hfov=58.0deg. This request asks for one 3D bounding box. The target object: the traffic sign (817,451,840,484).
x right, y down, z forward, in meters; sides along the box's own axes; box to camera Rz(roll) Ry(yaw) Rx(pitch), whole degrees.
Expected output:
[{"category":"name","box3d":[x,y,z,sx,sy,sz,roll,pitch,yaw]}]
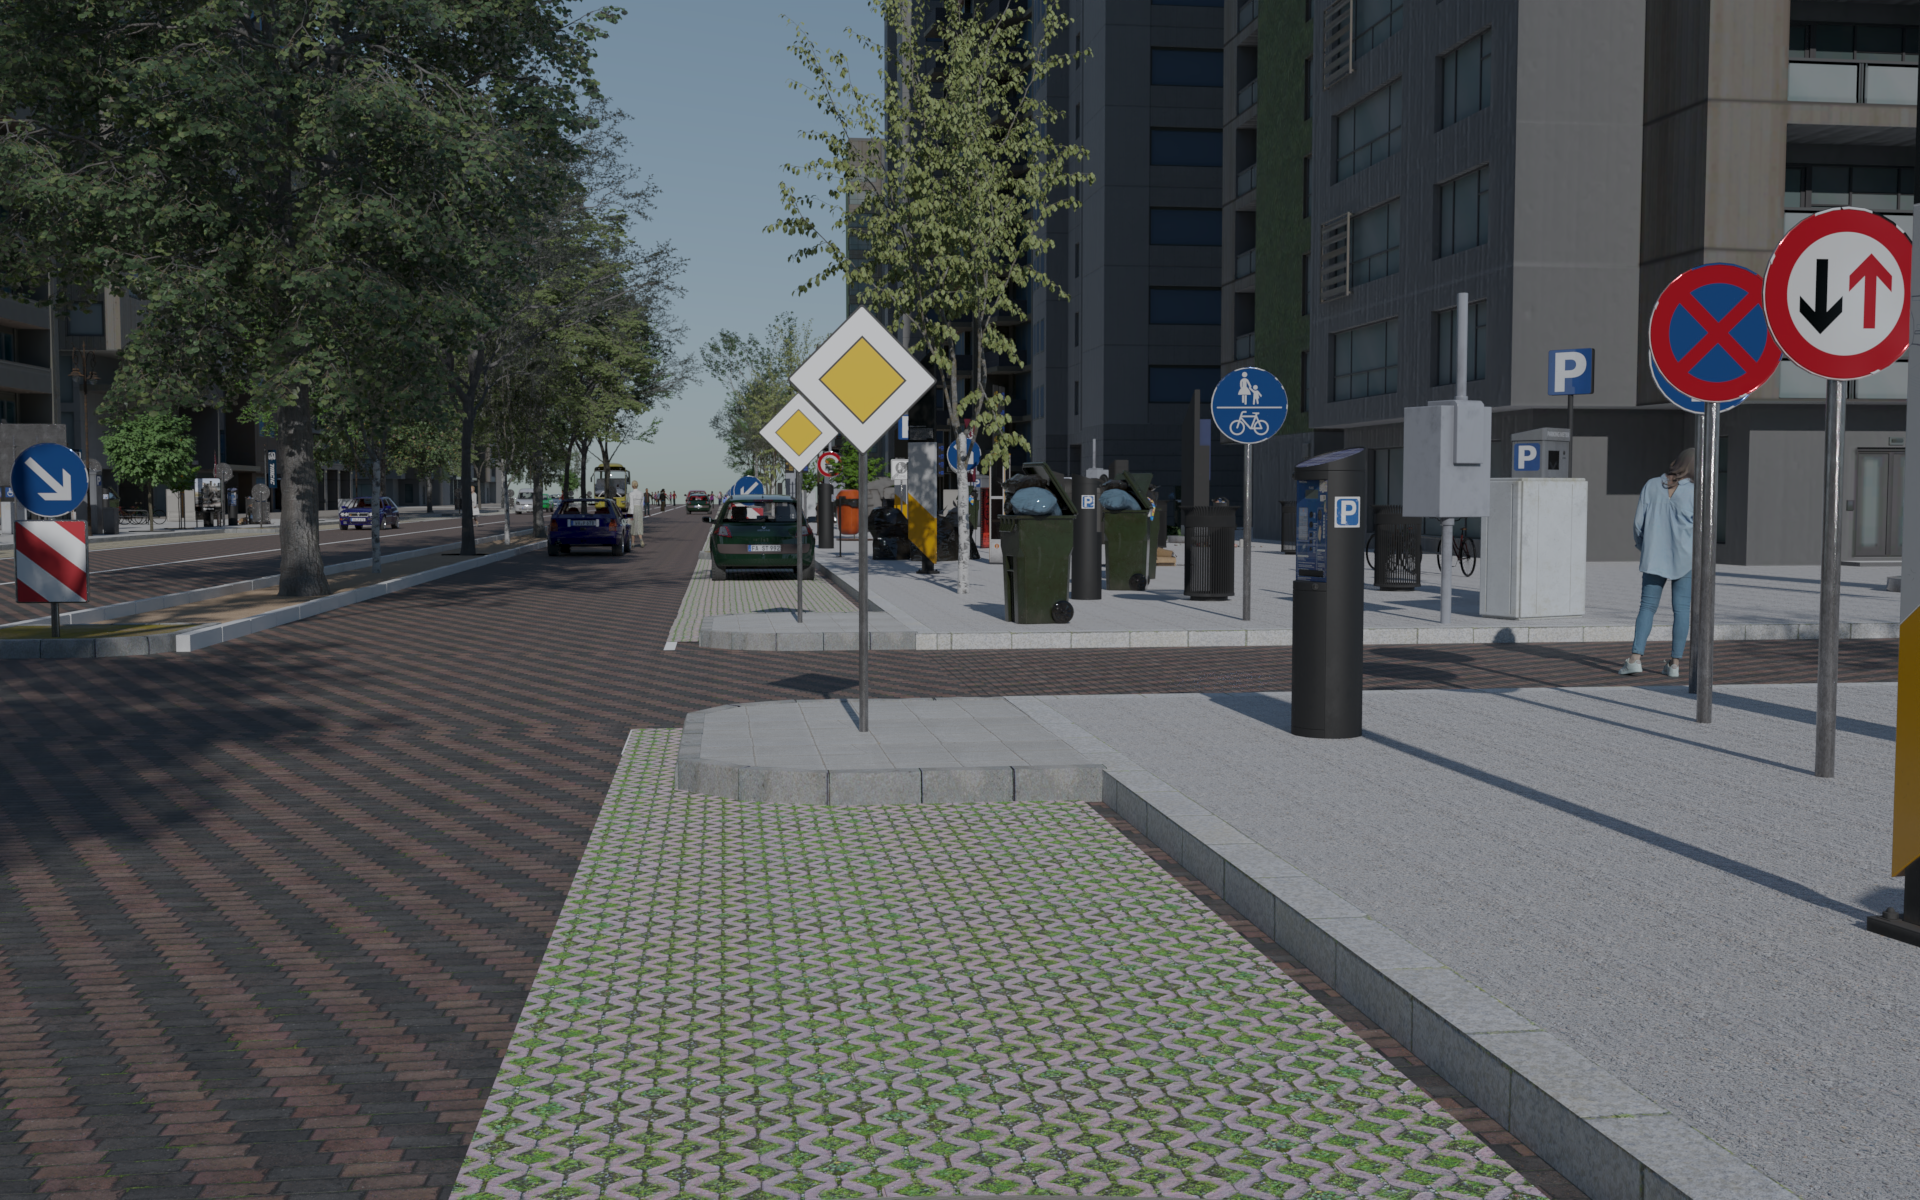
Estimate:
[{"category":"traffic sign","box3d":[-3.889,-3.165,51.851,0.768,2.556,0.104,0,4,-4]}]

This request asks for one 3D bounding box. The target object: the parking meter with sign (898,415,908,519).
[{"category":"parking meter with sign","box3d":[-0.896,-2.510,37.295,0.543,3.016,1.738,-1,4,-14]}]

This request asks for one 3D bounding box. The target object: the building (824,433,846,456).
[{"category":"building","box3d":[-4.405,-24.115,239.314,27.650,21.520,28.899,0,4,-8]}]

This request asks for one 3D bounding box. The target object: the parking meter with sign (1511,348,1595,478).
[{"category":"parking meter with sign","box3d":[6.774,-1.471,20.320,0.543,3.016,1.738,3,5,44]}]

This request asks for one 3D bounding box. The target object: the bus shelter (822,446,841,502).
[{"category":"bus shelter","box3d":[-6.206,-5.844,86.838,1.731,3.624,6.357,0,4,-8]}]

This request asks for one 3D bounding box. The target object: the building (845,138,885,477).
[{"category":"building","box3d":[-6.416,-31.735,202.465,14.154,41.232,14.086,0,4,-8]}]

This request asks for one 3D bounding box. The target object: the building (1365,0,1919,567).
[{"category":"building","box3d":[16.217,-21.509,35.261,14.086,41.232,14.154,0,4,-8]}]

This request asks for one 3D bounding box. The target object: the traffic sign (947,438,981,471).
[{"category":"traffic sign","box3d":[0.090,-2.391,39.206,0.768,2.556,0.104,0,4,-1]}]

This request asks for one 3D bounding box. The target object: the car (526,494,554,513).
[{"category":"car","box3d":[-32.847,-7.746,135.437,1.959,1.807,4.718,0,4,-7]}]

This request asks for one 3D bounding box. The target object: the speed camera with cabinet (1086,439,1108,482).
[{"category":"speed camera with cabinet","box3d":[4.459,-4.110,61.542,0.660,3.252,2.038,3,5,44]}]

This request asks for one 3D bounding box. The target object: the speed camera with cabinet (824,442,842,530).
[{"category":"speed camera with cabinet","box3d":[-4.248,-4.190,62.848,0.660,3.252,2.038,-2,4,-29]}]

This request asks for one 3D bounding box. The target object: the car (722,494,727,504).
[{"category":"car","box3d":[-30.966,-13.619,232.266,1.945,1.707,3.694,-1,4,-9]}]

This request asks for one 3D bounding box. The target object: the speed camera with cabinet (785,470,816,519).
[{"category":"speed camera with cabinet","box3d":[-8.010,-5.701,87.554,0.660,3.252,2.038,-2,4,-33]}]

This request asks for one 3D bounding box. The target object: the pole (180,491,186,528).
[{"category":"pole","box3d":[-29.061,-4.333,64.693,0.158,3.312,0.155,0,3,0]}]

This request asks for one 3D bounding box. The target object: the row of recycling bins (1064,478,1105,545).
[{"category":"row of recycling bins","box3d":[2.558,-2.336,45.313,1.069,1.692,3.534,-3,4,-38]}]

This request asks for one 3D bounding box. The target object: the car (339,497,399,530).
[{"category":"car","box3d":[-23.857,-3.509,69.957,1.945,1.354,3.894,0,4,-6]}]

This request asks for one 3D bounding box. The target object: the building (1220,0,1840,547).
[{"category":"building","box3d":[15.159,-22.488,51.274,14.154,41.232,14.086,0,4,-8]}]

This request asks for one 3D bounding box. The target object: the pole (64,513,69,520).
[{"category":"pole","box3d":[-44.768,-5.676,86.640,0.158,3.312,0.155,0,3,0]}]

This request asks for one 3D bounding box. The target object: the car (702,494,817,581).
[{"category":"car","box3d":[-3.441,-1.229,29.883,2.009,1.686,4.222,0,4,-8]}]

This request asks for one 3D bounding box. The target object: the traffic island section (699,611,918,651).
[{"category":"traffic island section","box3d":[-1.576,0.306,17.285,2.009,0.180,2.903,0,4,-8]}]

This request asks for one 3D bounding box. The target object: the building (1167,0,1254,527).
[{"category":"building","box3d":[13.996,-32.902,79.950,21.231,58.520,28.212,0,4,-8]}]

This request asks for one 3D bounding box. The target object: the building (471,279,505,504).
[{"category":"building","box3d":[-68.714,-33.473,230.871,14.154,41.232,14.086,0,4,-8]}]

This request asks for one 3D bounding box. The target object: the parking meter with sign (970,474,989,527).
[{"category":"parking meter with sign","box3d":[0.862,-4.346,67.313,0.543,3.016,1.738,2,4,33]}]

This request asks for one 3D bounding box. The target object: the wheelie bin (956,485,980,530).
[{"category":"wheelie bin","box3d":[0.288,-3.339,62.503,0.693,1.594,0.980,-3,4,-38]}]

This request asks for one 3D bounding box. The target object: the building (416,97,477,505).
[{"category":"building","box3d":[-71.759,-35.972,207.753,23.786,49.044,30.456,0,4,-8]}]

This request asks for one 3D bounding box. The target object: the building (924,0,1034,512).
[{"category":"building","box3d":[9.237,-28.219,116.012,22.147,44.769,28.867,0,4,-8]}]

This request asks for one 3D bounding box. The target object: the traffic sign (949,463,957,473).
[{"category":"traffic sign","box3d":[0.084,-2.769,45.386,0.768,2.556,0.104,0,4,2]}]

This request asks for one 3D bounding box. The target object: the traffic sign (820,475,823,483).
[{"category":"traffic sign","box3d":[-7.099,-5.581,91.348,0.768,2.556,0.104,0,4,-1]}]

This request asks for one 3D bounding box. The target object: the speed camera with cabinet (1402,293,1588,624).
[{"category":"speed camera with cabinet","box3d":[5.466,-1.425,17.635,2.038,3.252,0.660,-2,4,-28]}]

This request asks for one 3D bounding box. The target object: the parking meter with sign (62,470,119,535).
[{"category":"parking meter with sign","box3d":[-27.625,-3.586,54.891,1.738,3.016,0.543,0,4,-2]}]

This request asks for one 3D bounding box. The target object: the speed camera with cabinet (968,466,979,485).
[{"category":"speed camera with cabinet","box3d":[0.468,-4.656,70.466,0.660,3.252,2.038,0,4,2]}]

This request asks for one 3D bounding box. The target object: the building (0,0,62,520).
[{"category":"building","box3d":[-51.903,-27.259,69.380,21.300,48.544,21.600,0,4,-8]}]

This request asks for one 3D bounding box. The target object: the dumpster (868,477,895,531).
[{"category":"dumpster","box3d":[-2.714,-3.232,58.601,1.264,1.857,1.865,0,4,-8]}]

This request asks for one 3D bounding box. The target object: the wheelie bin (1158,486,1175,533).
[{"category":"wheelie bin","box3d":[2.598,-1.115,26.141,0.980,1.594,0.693,3,4,37]}]

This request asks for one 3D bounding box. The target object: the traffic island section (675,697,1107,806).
[{"category":"traffic island section","box3d":[-0.500,0.790,9.372,2.009,0.180,2.903,0,4,-8]}]

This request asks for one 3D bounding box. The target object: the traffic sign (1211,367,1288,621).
[{"category":"traffic sign","box3d":[2.906,-1.063,17.489,0.768,2.556,0.104,0,4,2]}]

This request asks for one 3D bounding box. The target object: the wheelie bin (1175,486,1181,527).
[{"category":"wheelie bin","box3d":[8.216,-3.447,64.272,0.980,1.594,0.693,0,4,0]}]

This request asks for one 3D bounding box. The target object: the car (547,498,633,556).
[{"category":"car","box3d":[-8.820,-1.761,41.373,1.945,1.354,3.894,0,4,-7]}]

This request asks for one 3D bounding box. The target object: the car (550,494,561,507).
[{"category":"car","box3d":[-40.969,-10.027,175.949,2.014,1.417,4.499,0,4,-7]}]

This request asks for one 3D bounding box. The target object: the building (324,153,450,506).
[{"category":"building","box3d":[-63.621,-30.769,186.660,14.154,41.232,14.086,0,4,-8]}]

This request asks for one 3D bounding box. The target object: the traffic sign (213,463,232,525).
[{"category":"traffic sign","box3d":[-30.081,-4.316,70.677,0.768,2.556,0.104,0,4,-5]}]

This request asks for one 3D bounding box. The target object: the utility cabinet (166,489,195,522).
[{"category":"utility cabinet","box3d":[-35.892,-4.348,79.775,1.173,1.500,0.318,-2,4,-33]}]

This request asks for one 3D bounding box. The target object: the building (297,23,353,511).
[{"category":"building","box3d":[-60.116,-42.703,136.441,20.563,71.187,20.611,0,4,-8]}]

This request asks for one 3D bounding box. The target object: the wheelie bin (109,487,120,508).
[{"category":"wheelie bin","box3d":[-36.442,-4.062,74.326,0.693,1.594,0.980,-2,4,-33]}]

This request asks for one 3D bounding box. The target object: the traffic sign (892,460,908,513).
[{"category":"traffic sign","box3d":[-1.733,-3.007,51.298,0.606,2.300,0.079,0,3,0]}]

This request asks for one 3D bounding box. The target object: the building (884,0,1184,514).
[{"category":"building","box3d":[4.253,-36.800,143.683,21.231,58.520,28.212,0,4,-8]}]

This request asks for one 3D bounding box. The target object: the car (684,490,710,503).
[{"category":"car","box3d":[-23.323,-8.868,153.656,2.281,1.827,5.304,-1,4,-9]}]

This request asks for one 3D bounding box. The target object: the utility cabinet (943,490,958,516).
[{"category":"utility cabinet","box3d":[-0.289,-4.925,89.208,1.173,1.500,0.318,3,4,36]}]

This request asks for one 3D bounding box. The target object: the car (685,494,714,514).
[{"category":"car","box3d":[-18.534,-6.929,123.079,2.009,1.686,4.222,0,4,-6]}]

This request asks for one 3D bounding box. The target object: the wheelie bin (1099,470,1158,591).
[{"category":"wheelie bin","box3d":[2.222,-0.933,23.164,0.693,1.594,0.980,1,4,10]}]

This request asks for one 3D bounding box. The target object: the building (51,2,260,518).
[{"category":"building","box3d":[-58.039,-31.163,98.754,28.713,52.752,27.495,0,4,-8]}]

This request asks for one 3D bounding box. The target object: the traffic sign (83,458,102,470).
[{"category":"traffic sign","box3d":[-31.082,-3.783,61.955,0.768,2.556,0.104,0,4,-7]}]

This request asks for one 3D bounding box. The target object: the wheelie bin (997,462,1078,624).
[{"category":"wheelie bin","box3d":[0.759,-0.572,17.256,0.693,1.594,0.980,-1,4,-18]}]

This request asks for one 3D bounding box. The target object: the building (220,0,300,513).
[{"category":"building","box3d":[-54.763,-28.765,120.423,14.600,45.320,14.200,0,4,-8]}]

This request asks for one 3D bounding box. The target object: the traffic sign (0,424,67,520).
[{"category":"traffic sign","box3d":[-27.083,-3.448,50.242,2.265,3.308,0.079,0,4,-5]}]

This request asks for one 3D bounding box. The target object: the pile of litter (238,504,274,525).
[{"category":"pile of litter","box3d":[-29.803,-3.601,72.834,1.719,0.858,1.176,-1,4,-13]}]

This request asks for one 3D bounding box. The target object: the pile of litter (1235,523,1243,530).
[{"category":"pile of litter","box3d":[9.391,-2.927,61.824,1.719,0.858,1.176,1,4,16]}]

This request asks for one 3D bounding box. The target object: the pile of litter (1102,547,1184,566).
[{"category":"pile of litter","box3d":[3.367,-1.037,30.918,1.719,0.858,1.176,0,4,2]}]
